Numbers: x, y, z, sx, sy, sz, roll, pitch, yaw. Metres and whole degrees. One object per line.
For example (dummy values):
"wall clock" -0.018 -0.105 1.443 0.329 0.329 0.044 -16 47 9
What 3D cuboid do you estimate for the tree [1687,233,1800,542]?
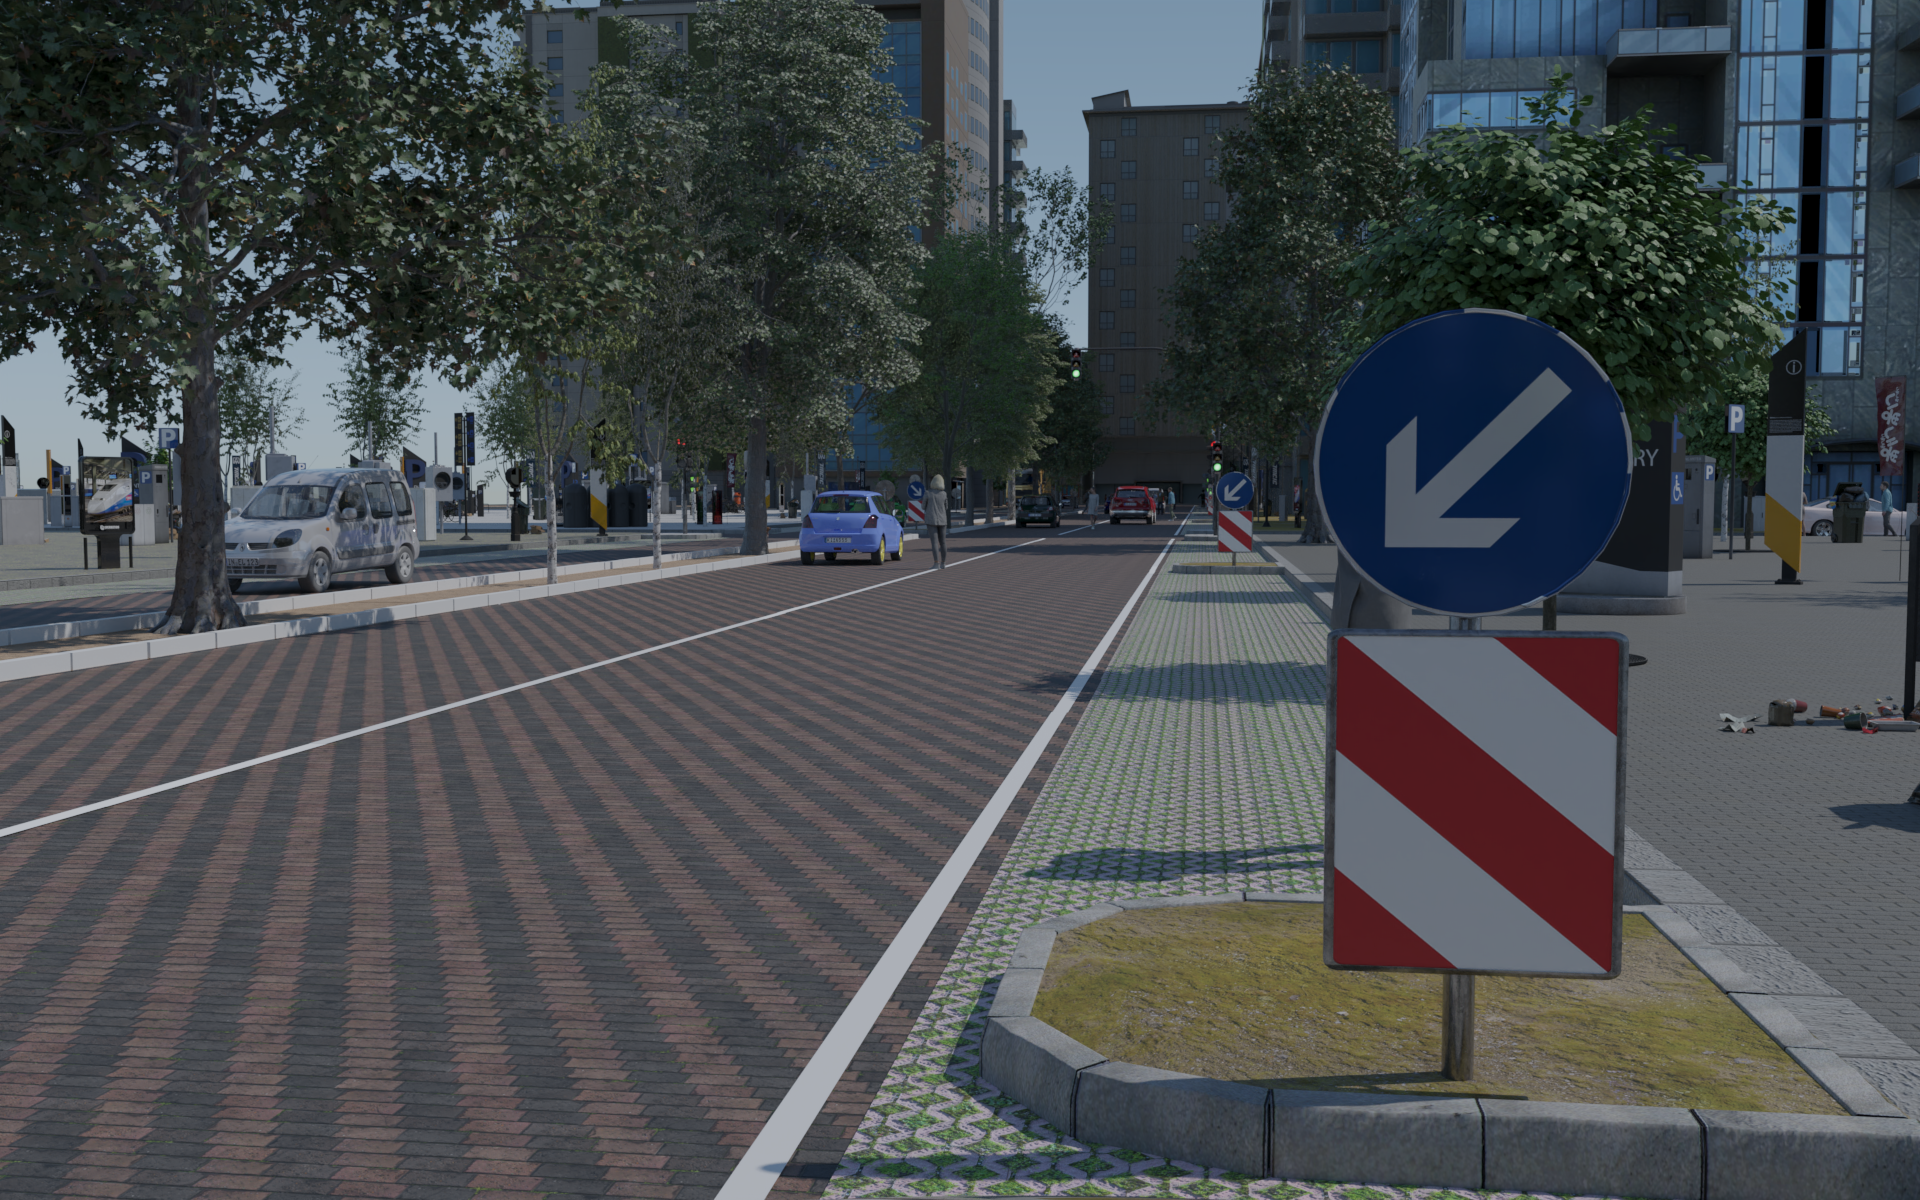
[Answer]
"tree" 20.602 -5.895 46.746 4.737 8.622 4.395 0 3 0

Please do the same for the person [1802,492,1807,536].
"person" 25.962 -2.738 53.613 0.599 1.781 0.374 -1 4 -12

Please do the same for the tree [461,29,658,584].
"tree" -6.435 -4.529 26.869 4.737 8.622 4.395 0 3 0

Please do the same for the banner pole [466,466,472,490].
"banner pole" -39.802 -9.210 140.597 0.401 3.779 0.863 1 4 20

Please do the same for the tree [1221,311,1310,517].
"tree" 16.281 -10.411 95.973 9.928 11.665 9.643 0 3 0

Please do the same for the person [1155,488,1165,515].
"person" 13.813 -6.802 119.625 0.656 1.842 0.836 0 4 -6

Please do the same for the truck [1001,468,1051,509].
"truck" 5.257 -8.391 133.111 3.469 3.379 9.791 1 4 9

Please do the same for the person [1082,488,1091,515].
"person" 8.727 -6.690 117.848 0.822 1.834 0.622 1 4 22

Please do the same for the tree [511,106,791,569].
"tree" -5.763 -4.907 33.041 4.360 8.622 3.978 0 3 0

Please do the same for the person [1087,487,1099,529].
"person" 5.417 -3.752 70.592 0.466 1.731 0.760 0 4 -4

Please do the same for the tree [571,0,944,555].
"tree" -4.818 -8.025 40.324 9.857 13.997 8.962 0 3 0

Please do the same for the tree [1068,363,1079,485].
"tree" 1.351 -9.893 82.336 7.486 12.596 7.792 0 3 0

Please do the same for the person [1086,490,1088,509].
"person" 12.245 -9.652 166.389 0.705 1.814 1.350 0 4 0

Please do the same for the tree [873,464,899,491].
"tree" -4.698 -6.942 108.106 1.663 3.219 1.824 0 3 0

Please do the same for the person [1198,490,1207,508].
"person" 23.291 -9.641 165.757 1.348 1.869 0.705 3 4 38

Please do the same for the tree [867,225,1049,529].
"tree" -0.428 -8.433 66.092 9.928 11.665 9.643 0 3 0

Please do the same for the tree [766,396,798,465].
"tree" -12.799 -9.611 107.506 4.737 8.622 4.395 0 3 0

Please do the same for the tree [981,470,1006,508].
"tree" 3.613 -10.735 159.232 4.285 4.588 4.351 0 3 0

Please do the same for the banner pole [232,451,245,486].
"banner pole" -40.938 -6.632 98.448 0.863 3.779 0.401 -3 4 -36

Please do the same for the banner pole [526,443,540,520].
"banner pole" -20.768 -5.779 84.508 0.863 3.779 0.401 -2 4 -29

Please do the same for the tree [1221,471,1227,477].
"tree" 6.478 -2.471 24.109 4.285 4.588 4.351 0 3 0

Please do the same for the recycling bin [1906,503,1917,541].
"recycling bin" 26.582 -2.146 47.641 0.722 1.027 0.722 -1 4 -16

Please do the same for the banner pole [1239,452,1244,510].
"banner pole" 16.868 -6.904 102.905 0.863 3.779 0.401 0 4 4

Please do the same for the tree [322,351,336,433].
"tree" -23.416 -7.257 69.016 4.737 8.622 4.395 0 3 0

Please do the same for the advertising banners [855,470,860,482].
"advertising banners" -8.069 -7.904 125.417 2.074 3.025 0.090 1 4 17

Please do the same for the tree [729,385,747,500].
"tree" -13.020 -8.141 83.473 4.737 8.622 4.395 0 3 0

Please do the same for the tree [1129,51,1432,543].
"tree" 9.241 -7.844 45.256 9.611 12.733 9.660 0 3 0

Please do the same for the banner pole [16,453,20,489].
"banner pole" -60.891 -7.443 111.714 0.863 3.779 0.401 2 4 23

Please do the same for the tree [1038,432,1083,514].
"tree" 7.253 -10.491 124.350 4.737 8.622 4.395 0 3 0

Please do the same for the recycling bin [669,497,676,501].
"recycling bin" -23.622 -7.865 141.151 0.722 1.027 0.722 2 4 31

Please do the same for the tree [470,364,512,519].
"tree" -23.592 -8.549 90.136 4.360 8.622 3.978 0 3 0

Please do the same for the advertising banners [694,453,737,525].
"advertising banners" -10.279 -4.703 73.086 2.074 3.025 0.090 -3 4 -38

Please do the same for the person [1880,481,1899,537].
"person" 28.389 -2.717 52.936 0.620 1.820 0.660 2 4 25

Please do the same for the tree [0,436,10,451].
"tree" -15.995 -1.973 26.861 1.663 3.219 1.824 0 3 0

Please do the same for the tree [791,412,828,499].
"tree" -9.770 -9.050 98.332 4.360 8.622 3.978 0 3 0

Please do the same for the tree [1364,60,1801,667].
"tree" 4.558 -1.815 13.388 4.285 4.588 4.351 0 3 0

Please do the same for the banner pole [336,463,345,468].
"banner pole" -50.238 -9.214 140.659 0.863 3.779 0.401 -1 4 -22

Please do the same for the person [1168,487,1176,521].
"person" 11.199 -5.057 91.526 0.444 1.785 0.601 2 4 32

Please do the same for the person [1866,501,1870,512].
"person" 27.370 -2.693 52.871 0.623 1.781 0.721 -2 4 -33

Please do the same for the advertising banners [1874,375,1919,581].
"advertising banners" 14.113 -1.765 25.039 0.090 3.025 2.074 -2 4 -25

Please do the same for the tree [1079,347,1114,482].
"tree" 6.574 -12.078 118.065 7.486 12.596 7.792 0 3 0

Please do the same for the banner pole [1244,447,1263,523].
"banner pole" 13.289 -5.368 77.776 0.401 3.779 0.863 -2 4 -24

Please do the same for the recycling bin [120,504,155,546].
"recycling bin" -20.619 -1.873 43.175 0.722 1.027 0.722 1 4 21

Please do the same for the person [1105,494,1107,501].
"person" 15.069 -10.215 178.767 0.557 1.426 1.065 1 4 18

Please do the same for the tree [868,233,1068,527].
"tree" 0.365 -9.434 74.829 7.486 12.596 7.792 0 3 0

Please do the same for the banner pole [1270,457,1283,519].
"banner pole" 16.523 -6.117 90.038 0.863 3.779 0.401 1 4 14

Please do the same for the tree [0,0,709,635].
"tree" -7.842 -6.010 17.735 9.611 12.733 9.660 0 3 0

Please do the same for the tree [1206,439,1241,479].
"tree" 30.777 -15.367 201.615 4.360 8.622 3.978 0 3 0

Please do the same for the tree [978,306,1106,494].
"tree" 4.573 -11.312 104.417 9.611 12.733 9.660 0 3 0

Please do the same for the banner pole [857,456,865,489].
"banner pole" -6.570 -7.615 114.521 0.863 3.779 0.401 -3 5 -43

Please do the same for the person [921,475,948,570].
"person" -0.499 -1.491 33.058 0.537 1.800 0.526 -1 4 -17

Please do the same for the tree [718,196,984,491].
"tree" -3.357 -6.957 50.624 8.767 10.594 7.601 0 4 8

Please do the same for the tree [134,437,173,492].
"tree" -24.035 -3.528 52.279 1.663 3.219 1.824 0 3 0

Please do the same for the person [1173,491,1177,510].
"person" 19.838 -9.222 160.206 0.541 1.710 0.530 -2 4 -35

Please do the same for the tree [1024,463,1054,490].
"tree" 9.251 -15.237 199.493 4.360 8.622 3.978 0 3 0

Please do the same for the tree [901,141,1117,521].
"tree" 1.673 -14.370 93.295 12.611 20.169 13.585 0 3 0

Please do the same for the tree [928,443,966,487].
"tree" -0.879 -11.313 135.328 4.360 8.622 3.978 0 3 0

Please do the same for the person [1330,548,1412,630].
"person" 1.663 0.095 6.745 0.447 1.846 0.655 0 4 1

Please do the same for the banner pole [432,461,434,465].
"banner pole" -39.162 -8.534 129.545 0.401 3.779 0.863 3 5 39
